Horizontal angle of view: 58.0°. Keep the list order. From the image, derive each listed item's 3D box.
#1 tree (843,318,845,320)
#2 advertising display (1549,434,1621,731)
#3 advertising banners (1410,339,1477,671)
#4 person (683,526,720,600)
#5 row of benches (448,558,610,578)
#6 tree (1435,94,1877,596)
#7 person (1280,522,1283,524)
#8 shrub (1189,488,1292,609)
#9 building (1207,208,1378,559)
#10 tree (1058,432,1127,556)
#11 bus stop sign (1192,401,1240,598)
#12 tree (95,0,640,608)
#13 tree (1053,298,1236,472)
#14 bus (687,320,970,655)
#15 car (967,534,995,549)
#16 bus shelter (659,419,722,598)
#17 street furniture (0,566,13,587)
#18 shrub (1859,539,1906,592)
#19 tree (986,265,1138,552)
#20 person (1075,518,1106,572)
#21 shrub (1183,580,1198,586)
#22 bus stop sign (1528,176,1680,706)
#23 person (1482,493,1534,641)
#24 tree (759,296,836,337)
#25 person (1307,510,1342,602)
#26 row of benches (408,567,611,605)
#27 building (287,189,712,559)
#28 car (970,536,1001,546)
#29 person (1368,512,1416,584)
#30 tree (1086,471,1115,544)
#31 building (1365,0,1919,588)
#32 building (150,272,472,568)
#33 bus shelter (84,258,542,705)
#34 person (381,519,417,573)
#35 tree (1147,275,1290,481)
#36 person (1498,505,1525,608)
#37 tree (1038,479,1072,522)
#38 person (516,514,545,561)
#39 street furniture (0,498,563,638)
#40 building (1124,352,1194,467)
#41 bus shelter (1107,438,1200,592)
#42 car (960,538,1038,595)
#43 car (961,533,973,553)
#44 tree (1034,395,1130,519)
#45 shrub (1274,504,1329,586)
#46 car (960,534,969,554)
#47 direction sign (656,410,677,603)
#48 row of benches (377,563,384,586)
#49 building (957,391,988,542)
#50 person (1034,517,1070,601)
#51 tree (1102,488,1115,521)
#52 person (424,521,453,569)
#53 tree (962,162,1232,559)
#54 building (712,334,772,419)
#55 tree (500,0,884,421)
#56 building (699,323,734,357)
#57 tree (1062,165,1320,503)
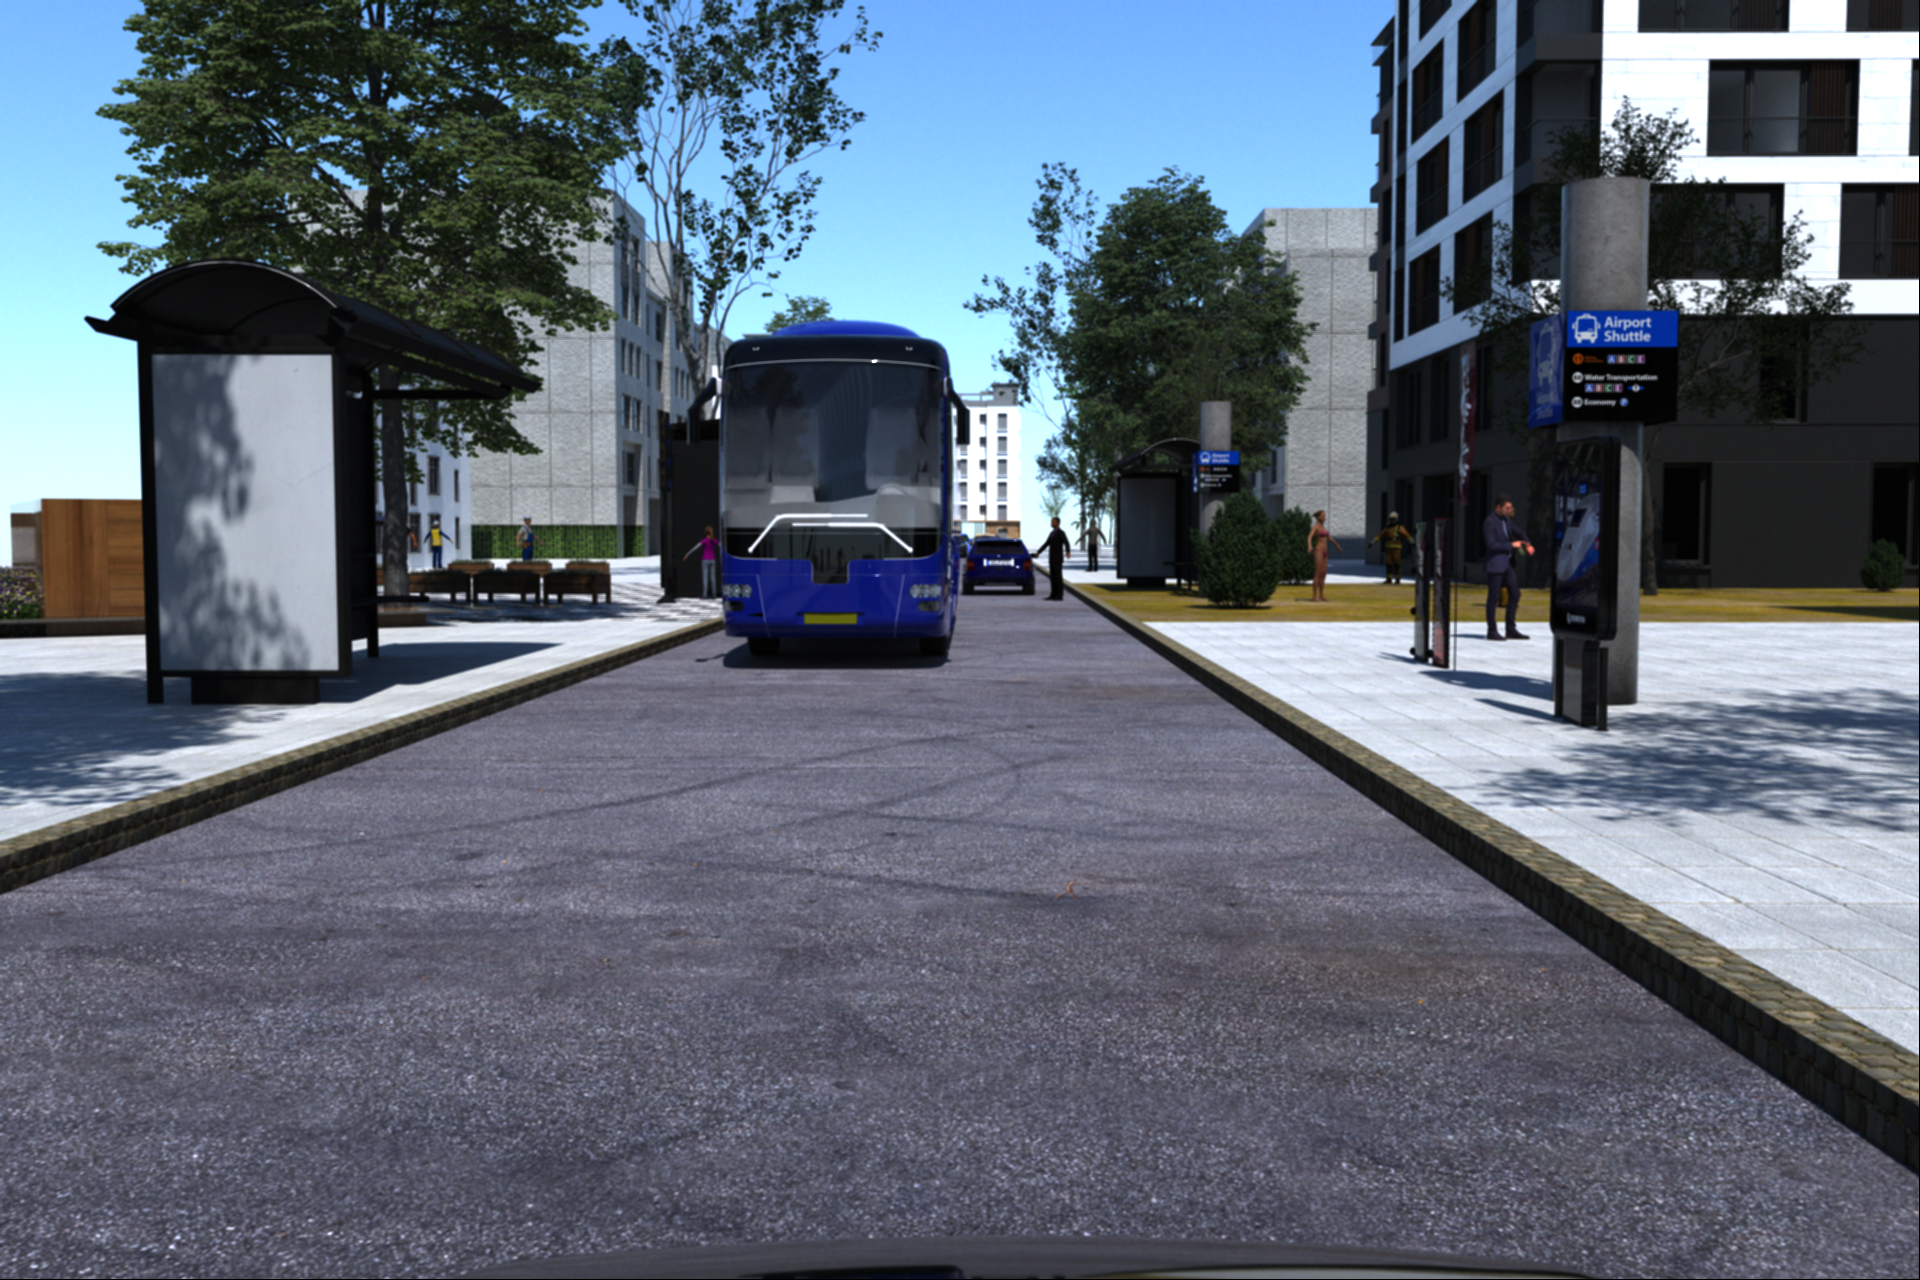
[{"bbox_3d":[-7.505,-11.510,98.553,12.009,13.543,11.850,0,3,0],"label":"tree"},{"bbox_3d":[4.192,-0.394,11.655,0.123,1.923,0.974,0,4,1],"label":"advertising display"},{"bbox_3d":[4.645,-1.253,16.672,0.090,3.025,2.074,0,4,1],"label":"advertising banners"},{"bbox_3d":[-4.922,-1.500,33.785,0.991,1.433,0.599,-2,4,-32],"label":"person"},{"bbox_3d":[-10.958,-1.730,43.755,4.104,0.672,1.422,0,4,-7],"label":"row of benches"},{"bbox_3d":[14.480,-6.224,36.177,8.767,10.594,7.601,0,4,7],"label":"tree"},{"bbox_3d":[11.614,-3.397,62.269,0.721,1.740,1.216,0,4,-5],"label":"person"},{"bbox_3d":[4.811,-1.571,29.733,1.661,2.075,1.752,0,3,0],"label":"shrub"},{"bbox_3d":[24.949,-14.441,102.561,16.747,18.905,31.486,0,4,1],"label":"building"},{"bbox_3d":[7.979,-9.148,99.937,4.737,8.622,4.395,0,3,0],"label":"tree"},{"bbox_3d":[5.097,-2.788,34.598,0.837,3.901,0.837,0,3,0],"label":"bus stop sign"},{"bbox_3d":[-8.183,-6.482,24.103,7.486,12.596,7.792,0,3,0],"label":"tree"},{"bbox_3d":[7.905,-9.025,73.313,9.928,11.665,9.643,0,3,0],"label":"tree"},{"bbox_3d":[-1.298,-1.970,23.752,2.896,3.916,12.251,0,4,0],"label":"bus"},{"bbox_3d":[1.439,-5.567,101.246,2.015,1.641,3.980,0,4,0],"label":"car"},{"bbox_3d":[-5.100,-2.830,37.554,1.731,3.624,6.357,0,4,1],"label":"bus shelter"},{"bbox_3d":[-21.054,-1.575,32.599,11.010,1.723,9.812,-1,4,-19],"label":"street furniture"},{"bbox_3d":[20.464,-1.669,38.400,1.383,1.207,1.383,0,3,0],"label":"shrub"},{"bbox_3d":[8.198,-16.379,123.689,12.611,20.169,13.585,0,3,0],"label":"tree"},{"bbox_3d":[4.518,-3.245,59.189,1.348,1.813,0.705,-2,4,-34],"label":"person"},{"bbox_3d":[6.074,-2.391,43.139,1.661,2.075,1.752,0,3,0],"label":"shrub"},{"bbox_3d":[4.856,-1.476,13.144,0.837,3.901,0.837,0,4,1],"label":"bus stop sign"},{"bbox_3d":[6.634,-0.879,20.864,0.683,1.767,0.568,-3,5,-45],"label":"person"},{"bbox_3d":[-7.571,-10.100,83.261,7.486,12.596,7.792,0,3,0],"label":"tree"},{"bbox_3d":[6.915,-1.596,32.903,0.721,1.733,1.217,3,5,41],"label":"person"},{"bbox_3d":[-8.370,-1.028,32.265,4.104,0.672,1.422,1,4,14],"label":"row of benches"},{"bbox_3d":[-25.861,-14.586,104.941,16.747,18.905,31.486,0,4,1],"label":"building"},{"bbox_3d":[1.446,-4.496,86.094,1.945,1.354,3.894,0,4,1],"label":"car"},{"bbox_3d":[11.197,-2.386,44.778,1.354,1.858,0.705,3,5,42],"label":"person"},{"bbox_3d":[19.650,-17.625,222.579,7.601,10.594,8.767,0,3,0],"label":"tree"},{"bbox_3d":[27.461,-12.988,56.332,27.936,21.610,32.646,0,4,1],"label":"building"},{"bbox_3d":[-24.752,-7.809,69.833,9.099,9.664,28.070,0,4,2],"label":"building"},{"bbox_3d":[-5.394,-1.319,15.491,2.014,3.302,5.546,0,3,0],"label":"bus shelter"},{"bbox_3d":[-15.368,-2.536,47.608,1.345,1.843,0.704,2,4,29],"label":"person"},{"bbox_3d":[6.844,-6.100,50.095,4.360,8.622,3.978,0,3,0],"label":"tree"},{"bbox_3d":[9.575,-1.475,30.254,0.704,1.812,1.346,0,4,3],"label":"person"},{"bbox_3d":[12.352,-16.264,216.277,4.360,8.622,3.978,0,3,0],"label":"tree"},{"bbox_3d":[-12.464,-2.701,50.025,0.705,1.847,1.347,1,4,19],"label":"person"},{"bbox_3d":[-12.489,-1.152,25.685,11.010,1.723,9.812,-2,4,-32],"label":"street furniture"},{"bbox_3d":[26.155,-20.922,173.009,19.493,23.208,18.063,0,4,1],"label":"building"},{"bbox_3d":[4.581,-2.765,39.125,2.014,3.302,5.546,0,4,0],"label":"bus shelter"},{"bbox_3d":[0.933,-1.799,41.999,1.945,1.354,3.894,0,4,1],"label":"car"},{"bbox_3d":[-0.064,-7.030,124.533,1.945,1.707,3.694,0,4,0],"label":"car"},{"bbox_3d":[8.414,-10.843,111.688,8.767,10.594,7.601,2,4,27],"label":"tree"},{"bbox_3d":[8.367,-2.377,43.284,1.690,2.028,1.600,0,3,0],"label":"shrub"},{"bbox_3d":[-0.380,-6.759,120.301,2.009,1.686,4.222,0,4,1],"label":"car"},{"bbox_3d":[-5.459,-2.453,32.097,0.379,3.537,0.876,0,4,1],"label":"direction sign"},{"bbox_3d":[-14.042,-1.379,38.003,4.104,0.672,1.422,1,4,20],"label":"row of benches"},{"bbox_3d":[-3.429,-22.105,220.292,11.380,20.090,16.016,0,4,-6],"label":"building"},{"bbox_3d":[2.046,-1.755,37.375,0.704,1.802,1.346,-2,4,-29],"label":"person"},{"bbox_3d":[19.794,-16.226,215.654,4.737,8.622,4.395,0,3,0],"label":"tree"},{"bbox_3d":[-19.338,-3.530,64.187,1.216,1.772,0.721,1,4,15],"label":"person"},{"bbox_3d":[6.937,-14.284,89.431,12.611,20.169,13.585,0,3,0],"label":"tree"},{"bbox_3d":[-21.937,-18.858,164.754,16.016,20.090,11.380,0,4,1],"label":"building"},{"bbox_3d":[-9.083,-11.972,51.629,12.611,20.169,13.585,0,3,0],"label":"tree"},{"bbox_3d":[-26.263,-21.850,188.171,19.493,23.208,18.063,0,4,1],"label":"building"},{"bbox_3d":[7.986,-9.398,60.314,9.857,13.997,8.962,0,3,0],"label":"tree"}]
